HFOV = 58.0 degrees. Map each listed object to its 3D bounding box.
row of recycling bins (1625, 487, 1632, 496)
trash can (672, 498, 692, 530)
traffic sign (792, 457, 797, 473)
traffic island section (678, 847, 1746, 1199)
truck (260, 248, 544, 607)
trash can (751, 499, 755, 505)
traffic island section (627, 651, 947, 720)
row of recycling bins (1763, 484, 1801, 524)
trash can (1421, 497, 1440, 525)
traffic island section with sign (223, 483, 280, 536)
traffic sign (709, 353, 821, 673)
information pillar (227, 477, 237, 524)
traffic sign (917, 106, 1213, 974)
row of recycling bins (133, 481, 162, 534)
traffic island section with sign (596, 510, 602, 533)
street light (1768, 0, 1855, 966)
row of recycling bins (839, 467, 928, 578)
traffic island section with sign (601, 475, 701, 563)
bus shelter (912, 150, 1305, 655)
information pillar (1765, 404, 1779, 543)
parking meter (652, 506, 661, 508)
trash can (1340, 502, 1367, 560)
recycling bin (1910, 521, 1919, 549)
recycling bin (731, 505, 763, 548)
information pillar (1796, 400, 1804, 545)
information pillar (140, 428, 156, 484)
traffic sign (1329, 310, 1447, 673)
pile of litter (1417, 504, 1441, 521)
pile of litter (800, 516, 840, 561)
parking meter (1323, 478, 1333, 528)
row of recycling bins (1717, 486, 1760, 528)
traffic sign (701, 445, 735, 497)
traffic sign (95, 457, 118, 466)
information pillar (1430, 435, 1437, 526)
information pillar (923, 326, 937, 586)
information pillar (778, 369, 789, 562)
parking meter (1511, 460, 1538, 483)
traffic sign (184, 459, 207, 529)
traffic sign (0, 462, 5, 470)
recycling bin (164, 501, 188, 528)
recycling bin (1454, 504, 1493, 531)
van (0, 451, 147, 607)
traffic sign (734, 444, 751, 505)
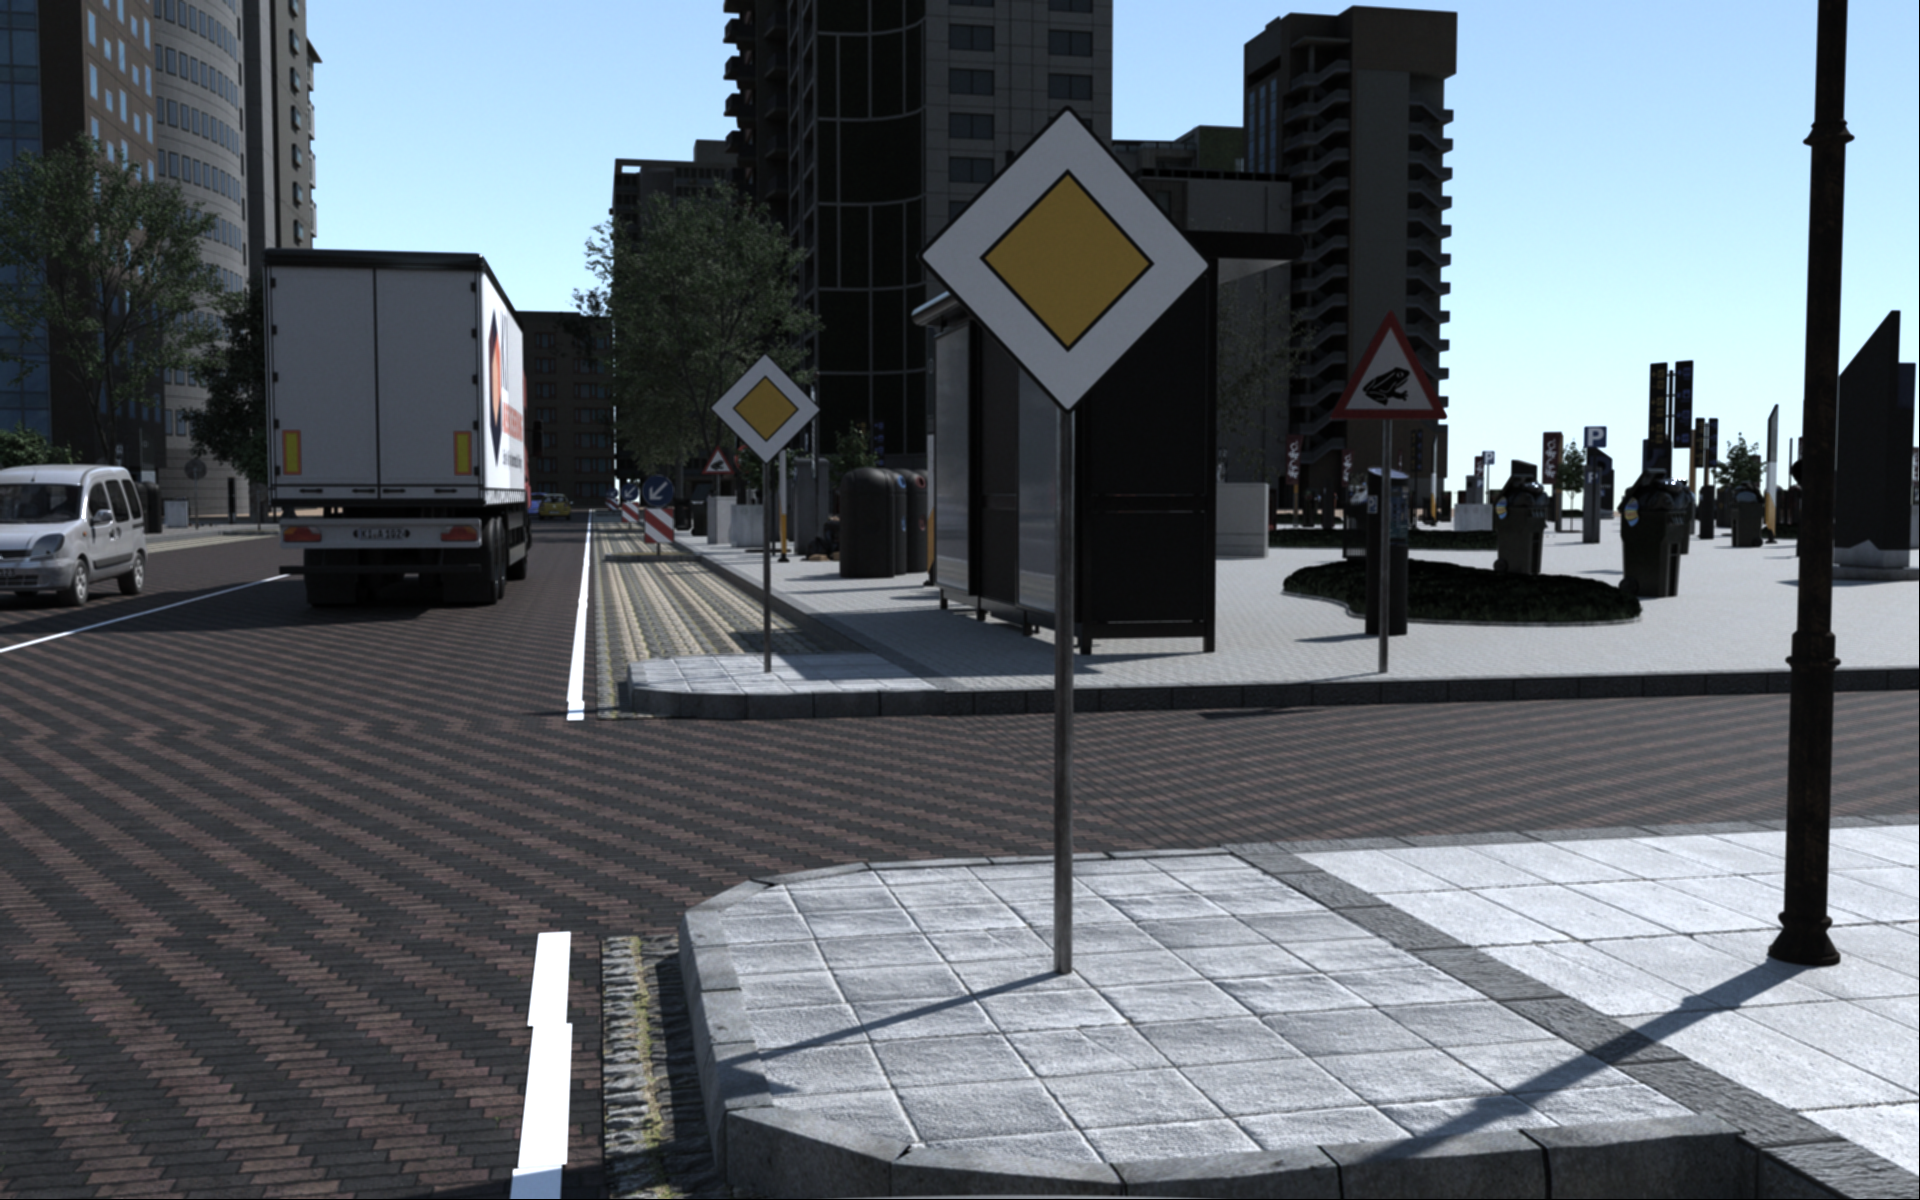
[{"bbox_3d":[37.176,-5.385,95.160,1.069,1.692,3.534,2,4,27],"label":"row of recycling bins"},{"bbox_3d":[-9.786,-3.029,61.177,0.748,1.137,0.748,0,3,0],"label":"trash can"},{"bbox_3d":[-4.125,-2.362,40.746,0.606,2.300,0.079,0,4,-6],"label":"traffic sign"},{"bbox_3d":[0.295,1.077,4.667,2.009,0.180,2.903,-1,4,-12],"label":"traffic island section"},{"bbox_3d":[-7.785,-2.235,25.458,2.839,4.237,11.283,-1,4,-11],"label":"truck"},{"bbox_3d":[-6.221,-2.606,54.260,0.748,1.137,0.748,0,3,0],"label":"trash can"},{"bbox_3d":[-1.366,0.600,12.478,2.009,0.180,2.903,-1,4,-12],"label":"traffic island section"},{"bbox_3d":[35.193,-4.088,73.958,3.534,1.692,1.069,2,4,28],"label":"row of recycling bins"},{"bbox_3d":[19.851,-3.758,73.099,0.748,1.137,0.748,0,3,0],"label":"trash can"},{"bbox_3d":[-24.442,-3.161,60.303,1.989,1.847,2.006,-1,4,-12],"label":"traffic island section with sign"},{"bbox_3d":[-1.387,-0.535,12.396,0.795,2.450,0.064,-1,4,-12],"label":"traffic sign"},{"bbox_3d":[-31.335,-4.284,74.533,0.304,2.012,0.304,-1,4,-16],"label":"information pillar"},{"bbox_3d":[0.274,-0.058,4.585,0.795,2.450,0.064,-1,4,-12],"label":"traffic sign"},{"bbox_3d":[-26.741,-2.946,55.276,1.069,1.692,3.534,1,4,10],"label":"row of recycling bins"},{"bbox_3d":[-12.288,-3.378,63.852,1.989,1.847,2.006,-1,4,-12],"label":"traffic island section with sign"},{"bbox_3d":[2.336,-1.947,4.615,0.468,5.910,1.993,-1,4,-12],"label":"street light"},{"bbox_3d":[-1.095,-1.274,27.950,1.069,1.692,3.534,1,4,16],"label":"row of recycling bins"},{"bbox_3d":[-6.574,-1.734,36.985,1.989,1.847,2.006,-1,4,-12],"label":"traffic island section with sign"},{"bbox_3d":[0.854,-2.469,17.993,2.179,5.291,8.768,-1,4,-12],"label":"bus shelter"},{"bbox_3d":[21.070,-3.278,44.952,0.504,3.616,0.183,-3,5,-44],"label":"information pillar"},{"bbox_3d":[-13.372,-4.156,76.354,0.372,1.533,0.369,0,3,0],"label":"parking meter"},{"bbox_3d":[7.611,-1.307,33.020,0.748,1.137,0.748,0,3,0],"label":"trash can"},{"bbox_3d":[22.055,-1.718,40.638,0.722,1.027,0.722,1,4,12],"label":"recycling bin"},{"bbox_3d":[-5.087,-1.780,41.655,0.722,1.027,0.722,-1,4,-20],"label":"recycling bin"},{"bbox_3d":[21.053,-3.154,42.915,0.183,3.616,0.504,-1,4,-21],"label":"information pillar"},{"bbox_3d":[-28.970,-4.308,61.790,0.183,3.616,0.504,3,4,38],"label":"information pillar"},{"bbox_3d":[3.041,-0.756,12.372,0.884,2.594,0.081,-1,4,-10],"label":"traffic sign"},{"bbox_3d":[22.384,-4.212,82.829,1.719,0.858,1.176,0,4,7],"label":"pile of litter"},{"bbox_3d":[-2.297,-1.204,33.643,1.719,0.858,1.176,-1,4,-15],"label":"pile of litter"},{"bbox_3d":[13.586,-3.563,63.971,0.255,1.863,0.399,0,4,-7],"label":"parking meter"},{"bbox_3d":[29.920,-3.646,66.724,1.069,1.692,3.534,1,4,16],"label":"row of recycling bins"},{"bbox_3d":[-6.453,-2.828,46.238,0.884,2.594,0.081,0,4,-6],"label":"traffic sign"},{"bbox_3d":[-28.904,-3.583,58.692,0.768,2.556,0.104,0,4,-7],"label":"traffic sign"},{"bbox_3d":[18.902,-4.754,69.082,0.183,3.616,0.504,2,4,29],"label":"information pillar"},{"bbox_3d":[-0.333,-2.000,24.061,0.183,3.616,0.504,-1,4,-23],"label":"information pillar"},{"bbox_3d":[-3.351,-2.529,32.698,0.183,3.616,0.504,-1,4,-12],"label":"information pillar"},{"bbox_3d":[9.546,-1.444,29.318,0.255,1.863,0.399,-3,5,-42],"label":"parking meter"},{"bbox_3d":[-27.772,-3.844,62.959,0.768,2.556,0.104,-1,4,-11],"label":"traffic sign"},{"bbox_3d":[-25.171,-2.748,44.926,0.884,2.594,0.081,0,4,-5],"label":"traffic sign"},{"bbox_3d":[-29.734,-3.250,65.695,0.722,1.027,0.722,-2,4,-34],"label":"recycling bin"},{"bbox_3d":[13.379,-1.994,45.154,0.722,1.027,0.722,-1,4,-18],"label":"recycling bin"},{"bbox_3d":[-12.255,-0.991,23.211,2.013,2.044,4.112,-1,4,-11],"label":"van"},{"bbox_3d":[-5.319,-2.672,43.795,0.768,2.556,0.104,-1,4,-8],"label":"traffic sign"}]
